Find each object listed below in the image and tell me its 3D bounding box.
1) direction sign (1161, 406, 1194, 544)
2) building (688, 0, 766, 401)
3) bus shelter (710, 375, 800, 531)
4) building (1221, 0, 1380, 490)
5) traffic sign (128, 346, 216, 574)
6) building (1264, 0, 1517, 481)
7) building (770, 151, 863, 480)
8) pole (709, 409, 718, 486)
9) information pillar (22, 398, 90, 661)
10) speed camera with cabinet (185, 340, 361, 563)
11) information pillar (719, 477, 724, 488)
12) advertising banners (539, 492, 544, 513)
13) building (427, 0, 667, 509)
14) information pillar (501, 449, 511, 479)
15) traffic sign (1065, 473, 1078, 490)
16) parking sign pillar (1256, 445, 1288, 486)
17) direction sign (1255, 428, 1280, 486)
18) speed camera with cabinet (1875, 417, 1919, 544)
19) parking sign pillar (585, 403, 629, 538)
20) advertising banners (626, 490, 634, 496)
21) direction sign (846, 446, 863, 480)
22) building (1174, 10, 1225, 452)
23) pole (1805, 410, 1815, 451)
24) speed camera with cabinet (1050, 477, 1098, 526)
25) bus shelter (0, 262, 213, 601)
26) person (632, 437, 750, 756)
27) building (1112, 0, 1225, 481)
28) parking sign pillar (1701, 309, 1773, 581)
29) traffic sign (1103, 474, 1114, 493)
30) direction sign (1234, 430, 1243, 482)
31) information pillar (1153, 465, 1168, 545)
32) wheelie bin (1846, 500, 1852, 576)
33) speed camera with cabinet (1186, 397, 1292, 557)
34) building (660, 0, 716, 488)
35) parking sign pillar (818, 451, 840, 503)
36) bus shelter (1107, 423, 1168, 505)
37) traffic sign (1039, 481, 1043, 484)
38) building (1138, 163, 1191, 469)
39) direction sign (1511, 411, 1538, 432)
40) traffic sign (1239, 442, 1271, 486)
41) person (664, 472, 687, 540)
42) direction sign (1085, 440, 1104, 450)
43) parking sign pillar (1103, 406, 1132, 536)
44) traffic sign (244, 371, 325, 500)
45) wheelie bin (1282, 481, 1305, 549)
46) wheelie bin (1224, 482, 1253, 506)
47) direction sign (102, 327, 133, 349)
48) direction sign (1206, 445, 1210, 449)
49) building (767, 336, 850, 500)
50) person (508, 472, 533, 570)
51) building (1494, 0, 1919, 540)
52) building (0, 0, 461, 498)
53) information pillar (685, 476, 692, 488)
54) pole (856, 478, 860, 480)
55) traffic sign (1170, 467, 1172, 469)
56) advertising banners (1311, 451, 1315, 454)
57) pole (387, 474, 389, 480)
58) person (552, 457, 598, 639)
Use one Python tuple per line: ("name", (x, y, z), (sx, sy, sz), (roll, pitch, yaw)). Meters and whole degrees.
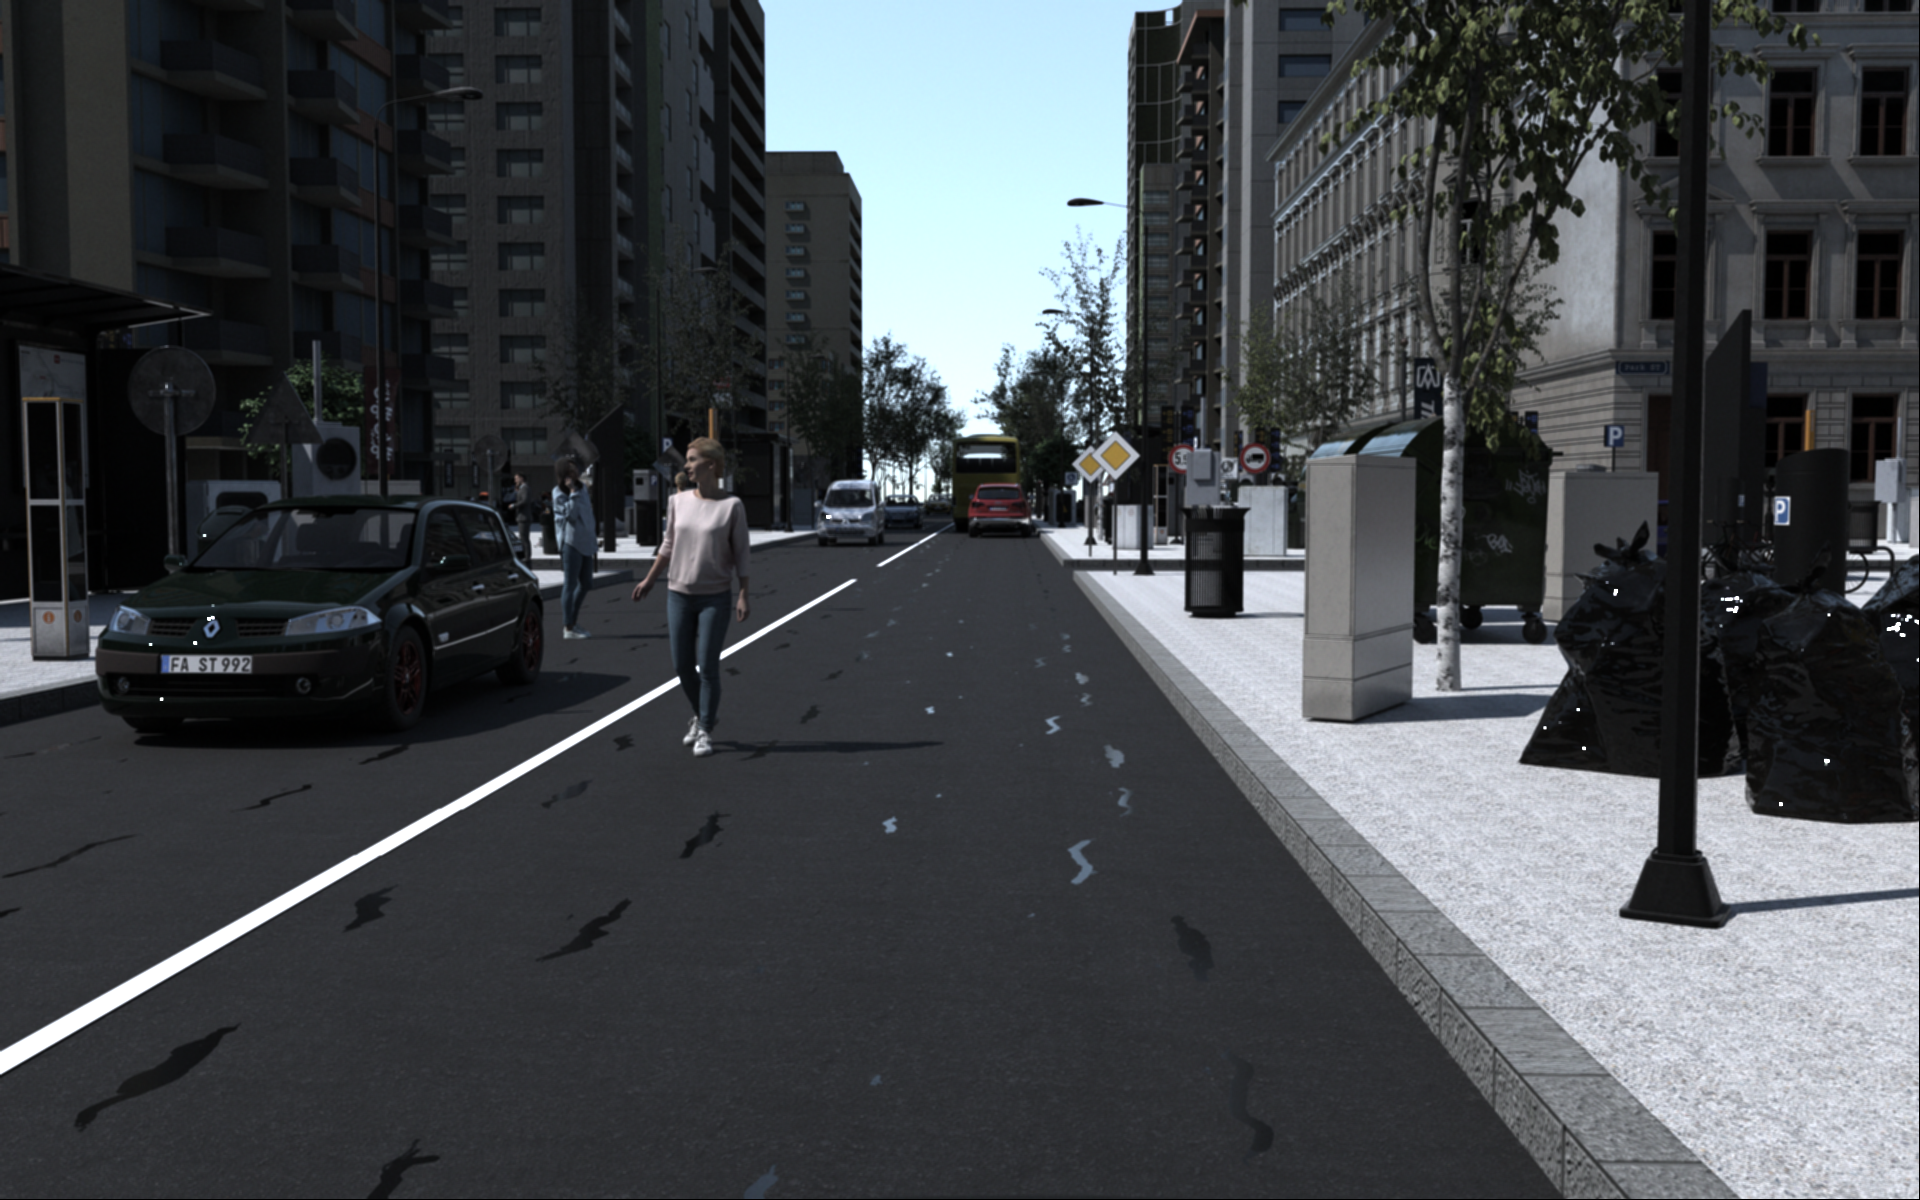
("direction sign", (5.581, -3.214, 44.542), (0.876, 3.537, 0.379), (-1, 4, -11))
("building", (-28.714, -32.122, 148.890), (21.300, 48.544, 21.600), (0, 4, 1))
("bus shelter", (-7.246, -5.094, 60.911), (2.179, 5.291, 8.768), (0, 4, 2))
("building", (30.145, -35.848, 128.113), (21.231, 58.520, 28.212), (0, 4, 1))
("traffic sign", (-6.798, -0.907, 14.943), (0.768, 2.556, 0.104), (0, 4, 3))
("building", (27.157, -19.041, 87.735), (17.030, 29.872, 44.131), (0, 4, 1))
("building", (-25.475, -38.182, 247.972), (21.300, 48.544, 21.600), (0, 4, 1))
("pole", (-5.885, -2.910, 41.416), (0.158, 3.312, 0.155), (0, 3, 0))
("information pillar", (-6.968, -0.543, 13.368), (0.304, 2.012, 0.304), (0, 4, 4))
("speed camera with cabinet", (-8.613, -1.679, 21.780), (0.660, 3.252, 2.038), (3, 5, 42))
("information pillar", (-12.683, -6.161, 92.079), (0.183, 3.616, 0.504), (-3, 4, -36))
("advertising banners", (-21.830, -5.942, 93.335), (2.074, 3.025, 0.090), (2, 4, 27))
("building", (-25.606, -25.547, 101.296), (14.154, 41.232, 14.086), (0, 4, 1))
("information pillar", (-23.373, -5.988, 89.263), (0.504, 3.616, 0.183), (-1, 4, -21))
("traffic sign", (5.172, -4.792, 80.484), (0.606, 2.300, 0.079), (0, 4, 4))
("parking sign pillar", (17.625, -6.787, 99.437), (1.447, 3.967, 1.447), (-2, 4, -30))
("direction sign", (10.476, -4.102, 59.057), (0.876, 3.537, 0.379), (-1, 4, -9))
("speed camera with cabinet", (24.564, -3.119, 45.325), (0.660, 3.252, 2.038), (3, 5, 45))
("parking sign pillar", (-10.499, -3.821, 50.942), (1.447, 3.967, 1.447), (3, 4, 36))
("advertising banners", (-13.021, -4.444, 68.840), (2.074, 3.025, 0.090), (-1, 4, -20))
("direction sign", (-4.984, -5.503, 81.974), (0.876, 3.537, 0.379), (2, 4, 27))
("building", (31.182, -30.726, 157.001), (22.147, 44.769, 28.867), (0, 4, 1))
("pole", (20.653, -2.954, 42.147), (0.158, 3.312, 0.155), (0, 3, 0))
("speed camera with cabinet", (4.722, -4.667, 70.639), (2.038, 3.252, 0.660), (-1, 4, -10))
("bus shelter", (-10.507, -1.709, 19.227), (1.731, 3.624, 6.357), (0, 4, 2))
("person", (-1.477, -0.030, 9.664), (0.731, 1.740, 0.598), (0, 4, 7))
("building", (33.432, -50.067, 256.853), (20.563, 71.187, 20.611), (0, 4, 1))
("parking sign pillar", (11.553, -2.297, 26.032), (1.447, 3.967, 1.447), (0, 4, -5))
("traffic sign", (9.512, -6.768, 110.655), (0.884, 2.594, 0.081), (0, 4, 7))
("direction sign", (9.950, -4.281, 61.985), (0.379, 3.537, 0.876), (-1, 4, -9))
("information pillar", (5.044, -2.388, 43.531), (0.304, 2.012, 0.304), (-1, 4, -9))
("wheelie bin", (12.774, -1.090, 25.722), (0.693, 1.594, 0.980), (0, 4, 6))
("speed camera with cabinet", (5.698, -2.523, 35.587), (2.038, 3.252, 0.660), (1, 4, 13))
("building", (-32.771, -32.729, 124.358), (28.713, 52.752, 27.495), (0, 4, 1))
("parking sign pillar", (-8.241, -7.375, 109.055), (1.447, 3.967, 1.447), (-2, 4, -34))
("bus shelter", (6.167, -4.213, 60.169), (1.731, 3.624, 6.357), (0, 4, 1))
("traffic sign", (4.734, -5.862, 95.845), (0.884, 2.594, 0.081), (0, 4, 2))
("building", (29.275, -32.589, 216.432), (14.154, 41.232, 14.086), (0, 4, 1))
("direction sign", (15.334, -3.388, 47.386), (0.876, 3.537, 0.379), (0, 4, 3))
("traffic sign", (7.283, -2.614, 42.843), (0.768, 2.556, 0.104), (0, 4, 2))
("person", (-3.735, -0.931, 24.395), (0.598, 1.740, 0.731), (3, 5, 42))
("direction sign", (5.642, -4.943, 72.810), (0.876, 3.537, 0.379), (-2, 4, -24))
("parking sign pillar", (5.044, -3.994, 53.767), (1.447, 3.967, 1.447), (1, 4, 9))
("traffic sign", (-7.172, -1.124, 18.384), (0.884, 2.594, 0.081), (0, 4, 4))
("wheelie bin", (7.868, -2.003, 40.660), (0.980, 1.594, 0.693), (3, 5, 41))
("wheelie bin", (7.580, -2.365, 46.578), (0.980, 1.594, 0.693), (1, 4, 16))
("direction sign", (-11.106, -1.892, 22.926), (0.379, 3.537, 0.876), (0, 4, -3))
("direction sign", (11.001, -5.333, 79.194), (0.876, 3.537, 0.379), (0, 4, -5))
("building", (-29.247, -23.159, 223.685), (27.650, 21.520, 28.899), (0, 4, 1))
("person", (-8.311, -1.497, 32.778), (0.447, 1.846, 0.655), (-1, 4, -12))
("building", (28.329, -13.265, 53.033), (21.152, 22.565, 11.583), (0, 4, 1))
("building", (-32.498, -25.131, 65.523), (22.147, 44.769, 28.867), (0, 4, 1))
("information pillar", (-11.303, -4.063, 70.929), (0.304, 2.012, 0.304), (-2, 4, -28))
("pole", (-6.355, -6.985, 108.042), (0.158, 3.312, 0.155), (0, 3, 0))
("traffic sign", (8.571, -4.138, 67.763), (0.768, 2.556, 0.104), (1, 4, 11))
("advertising banners", (13.532, -4.490, 69.601), (2.074, 3.025, 0.090), (-1, 4, -12))
("pole", (-11.950, -2.579, 36.007), (0.158, 3.312, 0.155), (0, 3, 0))
("person", (-3.835, -0.515, 17.179), (0.793, 1.790, 0.793), (-1, 4, -15))
